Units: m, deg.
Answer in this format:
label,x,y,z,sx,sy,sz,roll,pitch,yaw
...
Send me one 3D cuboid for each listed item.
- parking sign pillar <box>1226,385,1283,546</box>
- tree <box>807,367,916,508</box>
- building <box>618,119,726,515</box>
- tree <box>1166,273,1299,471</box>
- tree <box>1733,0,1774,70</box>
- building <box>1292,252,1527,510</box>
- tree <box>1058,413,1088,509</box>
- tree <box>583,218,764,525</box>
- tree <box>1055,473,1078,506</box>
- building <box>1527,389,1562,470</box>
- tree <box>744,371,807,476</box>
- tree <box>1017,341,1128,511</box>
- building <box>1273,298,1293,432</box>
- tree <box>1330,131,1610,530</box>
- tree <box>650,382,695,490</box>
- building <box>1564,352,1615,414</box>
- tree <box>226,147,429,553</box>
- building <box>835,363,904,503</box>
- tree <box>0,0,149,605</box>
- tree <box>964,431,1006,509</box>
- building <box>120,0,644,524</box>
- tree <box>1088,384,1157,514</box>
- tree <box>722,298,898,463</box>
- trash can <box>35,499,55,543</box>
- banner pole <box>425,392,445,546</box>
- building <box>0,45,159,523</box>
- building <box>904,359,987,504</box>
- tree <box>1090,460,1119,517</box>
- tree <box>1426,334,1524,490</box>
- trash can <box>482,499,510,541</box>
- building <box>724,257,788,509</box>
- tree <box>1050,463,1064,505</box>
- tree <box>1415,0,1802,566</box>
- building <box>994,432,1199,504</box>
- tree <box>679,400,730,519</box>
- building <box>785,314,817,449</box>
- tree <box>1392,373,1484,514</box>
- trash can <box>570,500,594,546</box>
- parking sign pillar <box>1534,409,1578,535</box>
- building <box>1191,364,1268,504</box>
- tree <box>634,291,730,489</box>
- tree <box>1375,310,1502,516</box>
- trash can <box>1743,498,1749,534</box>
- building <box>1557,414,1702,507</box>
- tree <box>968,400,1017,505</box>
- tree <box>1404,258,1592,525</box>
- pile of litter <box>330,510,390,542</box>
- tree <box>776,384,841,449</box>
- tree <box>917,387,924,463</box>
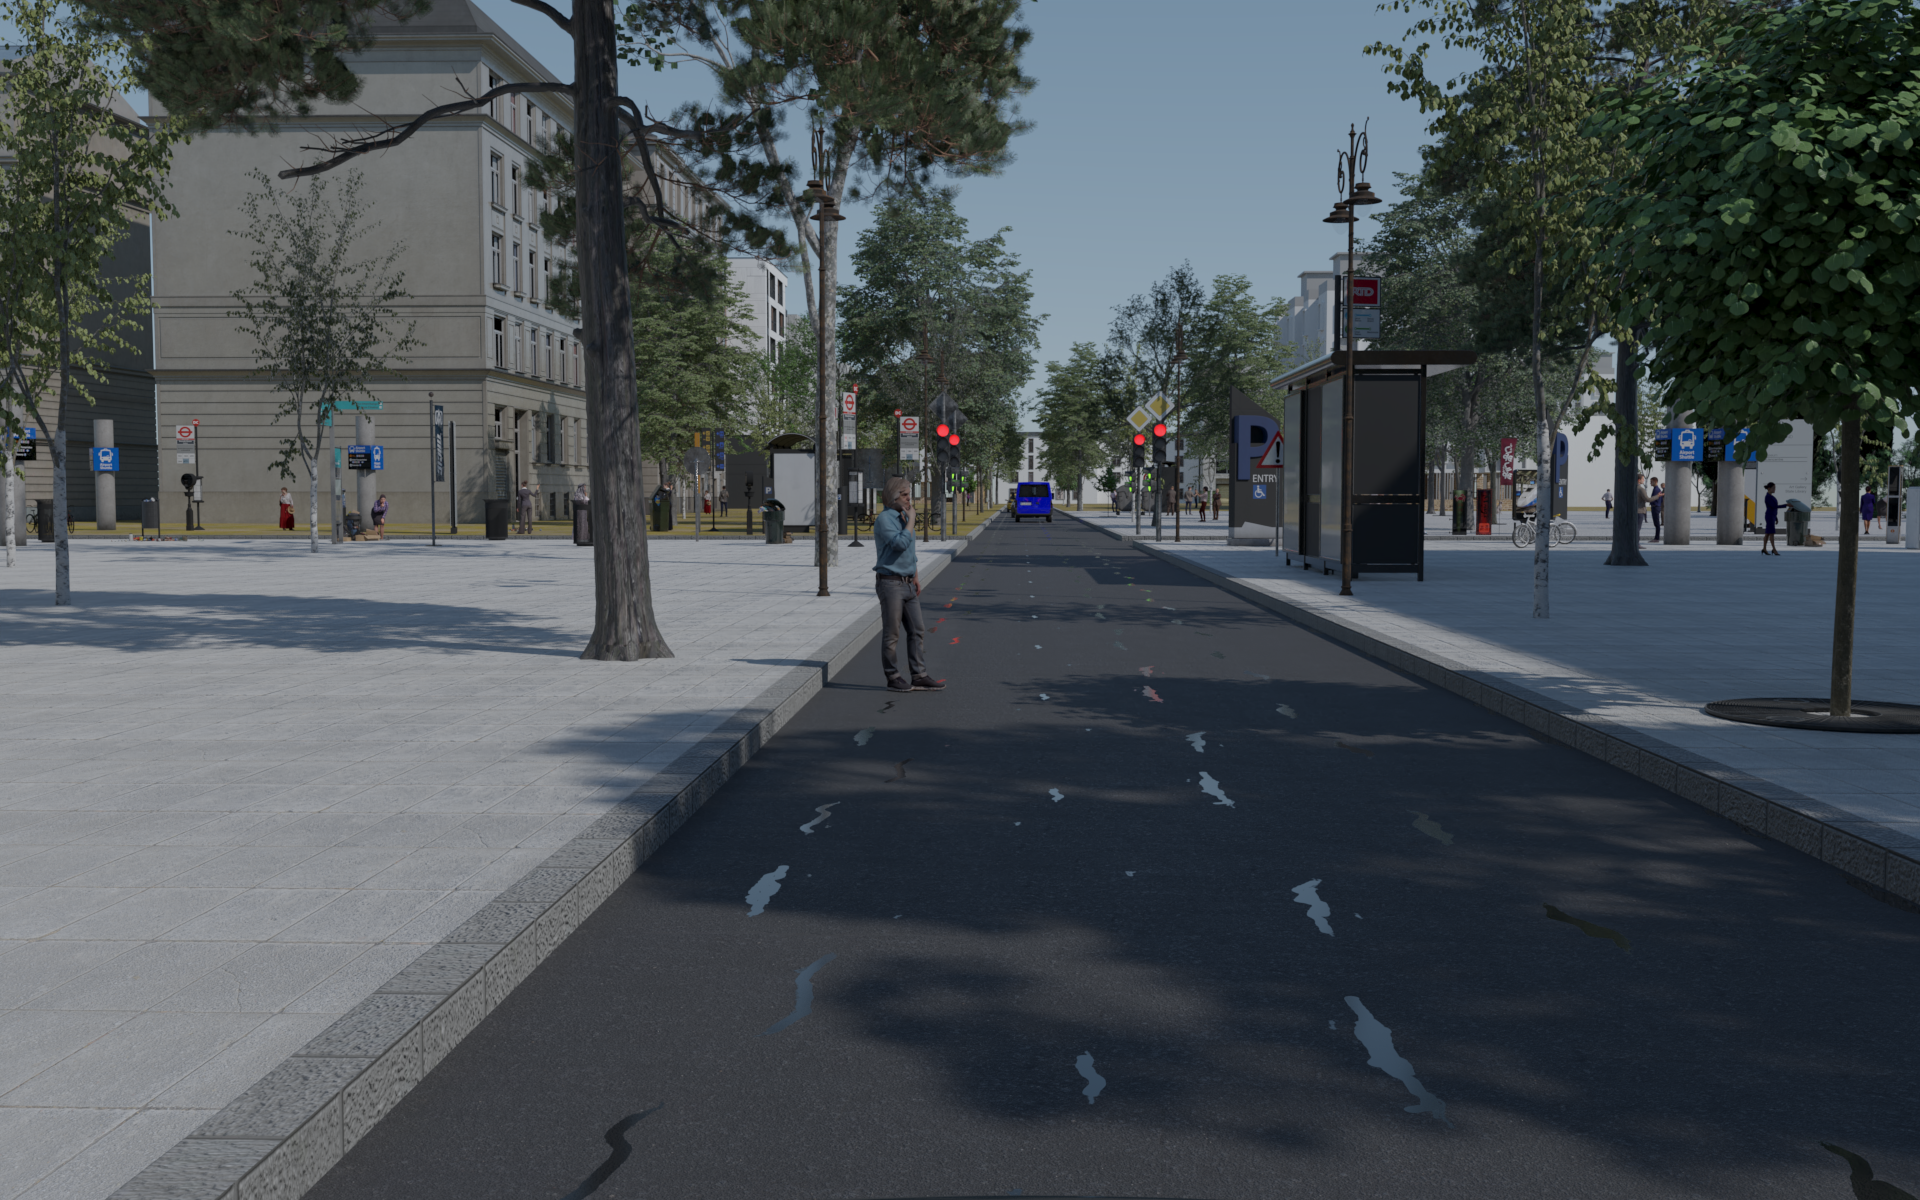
label,x,y,z,sx,sy,sz,roll,pitch,yaw
parking sign pillar,7.365,-3.336,43.018,1.447,3.967,1.447,-1,4,-12
tree,-5.648,-9.210,100.951,4.737,8.622,4.395,0,3,0
building,-23.481,-19.527,116.527,12.463,27.353,25.104,0,4,2
tree,14.201,-10.503,89.843,7.486,12.596,7.792,0,3,0
tree,13.205,-4.383,22.017,4.737,8.622,4.395,0,3,0
building,36.175,-17.398,140.884,16.016,20.091,11.380,0,4,2
tree,9.534,-11.337,135.719,4.360,8.622,3.978,0,3,0
tree,-11.693,-9.354,71.061,7.486,12.596,7.792,0,3,0
tree,12.009,-12.758,192.307,4.285,4.588,4.351,0,3,0
building,53.264,-19.655,177.778,11.380,20.091,16.016,0,4,2
tree,-11.159,-9.372,103.598,4.737,8.622,4.395,0,3,0
tree,8.934,-12.860,128.383,7.486,12.596,7.792,0,3,0
building,35.850,-18.094,152.261,16.016,20.091,11.380,0,4,2
tree,18.091,-9.452,61.199,9.857,13.997,8.962,0,3,0
tree,-15.874,-8.852,95.098,4.737,8.622,4.395,0,3,0
building,81.606,-23.307,237.490,11.380,20.091,16.016,0,4,2
tree,-14.012,-5.346,37.770,4.360,8.622,3.978,0,3,0
building,-23.305,-22.980,242.172,31.486,18.905,16.747,0,4,2
tree,-10.618,-4.244,19.760,4.737,8.622,4.395,0,3,0
tree,2.131,-11.854,144.176,4.737,8.622,4.395,0,3,0
building,-27.170,-15.625,88.757,16.112,22.955,30.059,0,4,2
tree,10.918,-9.820,110.927,4.360,8.622,3.978,0,3,0
tree,-6.526,-10.096,90.832,9.928,11.665,9.643,0,3,0
trash can,-24.057,-2.089,45.806,0.748,1.137,0.748,0,3,0
banner pole,-12.917,-3.226,42.765,0.401,3.779,0.863,1,4,10
building,-57.996,-16.056,81.595,34.723,24.649,14.460,0,4,2
building,-1.847,-23.533,241.185,11.380,20.091,16.016,0,4,2
tree,8.270,-6.219,96.284,1.663,3.219,1.824,0,3,0
tree,25.432,-9.428,88.557,8.767,10.594,7.601,-2,4,-27
trash can,-12.821,-2.218,47.920,0.748,1.137,0.748,0,3,0
building,-30.715,-18.587,147.879,27.936,21.610,32.646,0,4,2
tree,11.753,-15.091,197.099,4.737,8.622,4.395,0,3,0
tree,12.234,-7.558,30.990,7.806,13.903,7.818,0,3,0
building,18.670,-18.044,237.166,28.070,9.664,9.099,0,4,2
tree,-14.086,-8.511,89.517,4.360,8.622,3.978,0,3,0
building,-31.436,-19.136,179.339,31.486,18.905,16.747,0,4,2
tree,30.341,-11.571,111.236,6.751,12.117,7.091,0,3,0
trash can,-9.202,-1.891,42.566,0.748,1.137,0.748,0,3,0
parking sign pillar,18.948,-4.079,55.162,1.447,3.967,1.447,3,4,38
building,48.626,-22.822,239.598,31.486,18.905,16.747,0,4,2
tree,-14.015,-9.754,81.541,6.751,12.117,7.091,0,3,0
tree,27.926,-11.618,100.329,12.009,13.543,11.850,0,3,0
trash can,25.142,-2.715,56.040,0.748,1.137,0.748,0,3,0
building,73.094,-14.597,180.806,28.070,9.664,9.099,0,4,2
tree,4.775,-17.601,205.906,7.486,12.596,7.792,0,3,0
tree,22.222,-8.975,72.500,9.928,11.665,9.643,0,3,0
pile of litter,-16.416,-2.045,47.395,1.719,0.858,1.176,-3,4,-36
tree,-9.319,-9.690,108.797,4.360,8.622,3.978,0,3,0
tree,-3.216,-9.541,106.365,4.737,8.622,4.395,0,3,0
